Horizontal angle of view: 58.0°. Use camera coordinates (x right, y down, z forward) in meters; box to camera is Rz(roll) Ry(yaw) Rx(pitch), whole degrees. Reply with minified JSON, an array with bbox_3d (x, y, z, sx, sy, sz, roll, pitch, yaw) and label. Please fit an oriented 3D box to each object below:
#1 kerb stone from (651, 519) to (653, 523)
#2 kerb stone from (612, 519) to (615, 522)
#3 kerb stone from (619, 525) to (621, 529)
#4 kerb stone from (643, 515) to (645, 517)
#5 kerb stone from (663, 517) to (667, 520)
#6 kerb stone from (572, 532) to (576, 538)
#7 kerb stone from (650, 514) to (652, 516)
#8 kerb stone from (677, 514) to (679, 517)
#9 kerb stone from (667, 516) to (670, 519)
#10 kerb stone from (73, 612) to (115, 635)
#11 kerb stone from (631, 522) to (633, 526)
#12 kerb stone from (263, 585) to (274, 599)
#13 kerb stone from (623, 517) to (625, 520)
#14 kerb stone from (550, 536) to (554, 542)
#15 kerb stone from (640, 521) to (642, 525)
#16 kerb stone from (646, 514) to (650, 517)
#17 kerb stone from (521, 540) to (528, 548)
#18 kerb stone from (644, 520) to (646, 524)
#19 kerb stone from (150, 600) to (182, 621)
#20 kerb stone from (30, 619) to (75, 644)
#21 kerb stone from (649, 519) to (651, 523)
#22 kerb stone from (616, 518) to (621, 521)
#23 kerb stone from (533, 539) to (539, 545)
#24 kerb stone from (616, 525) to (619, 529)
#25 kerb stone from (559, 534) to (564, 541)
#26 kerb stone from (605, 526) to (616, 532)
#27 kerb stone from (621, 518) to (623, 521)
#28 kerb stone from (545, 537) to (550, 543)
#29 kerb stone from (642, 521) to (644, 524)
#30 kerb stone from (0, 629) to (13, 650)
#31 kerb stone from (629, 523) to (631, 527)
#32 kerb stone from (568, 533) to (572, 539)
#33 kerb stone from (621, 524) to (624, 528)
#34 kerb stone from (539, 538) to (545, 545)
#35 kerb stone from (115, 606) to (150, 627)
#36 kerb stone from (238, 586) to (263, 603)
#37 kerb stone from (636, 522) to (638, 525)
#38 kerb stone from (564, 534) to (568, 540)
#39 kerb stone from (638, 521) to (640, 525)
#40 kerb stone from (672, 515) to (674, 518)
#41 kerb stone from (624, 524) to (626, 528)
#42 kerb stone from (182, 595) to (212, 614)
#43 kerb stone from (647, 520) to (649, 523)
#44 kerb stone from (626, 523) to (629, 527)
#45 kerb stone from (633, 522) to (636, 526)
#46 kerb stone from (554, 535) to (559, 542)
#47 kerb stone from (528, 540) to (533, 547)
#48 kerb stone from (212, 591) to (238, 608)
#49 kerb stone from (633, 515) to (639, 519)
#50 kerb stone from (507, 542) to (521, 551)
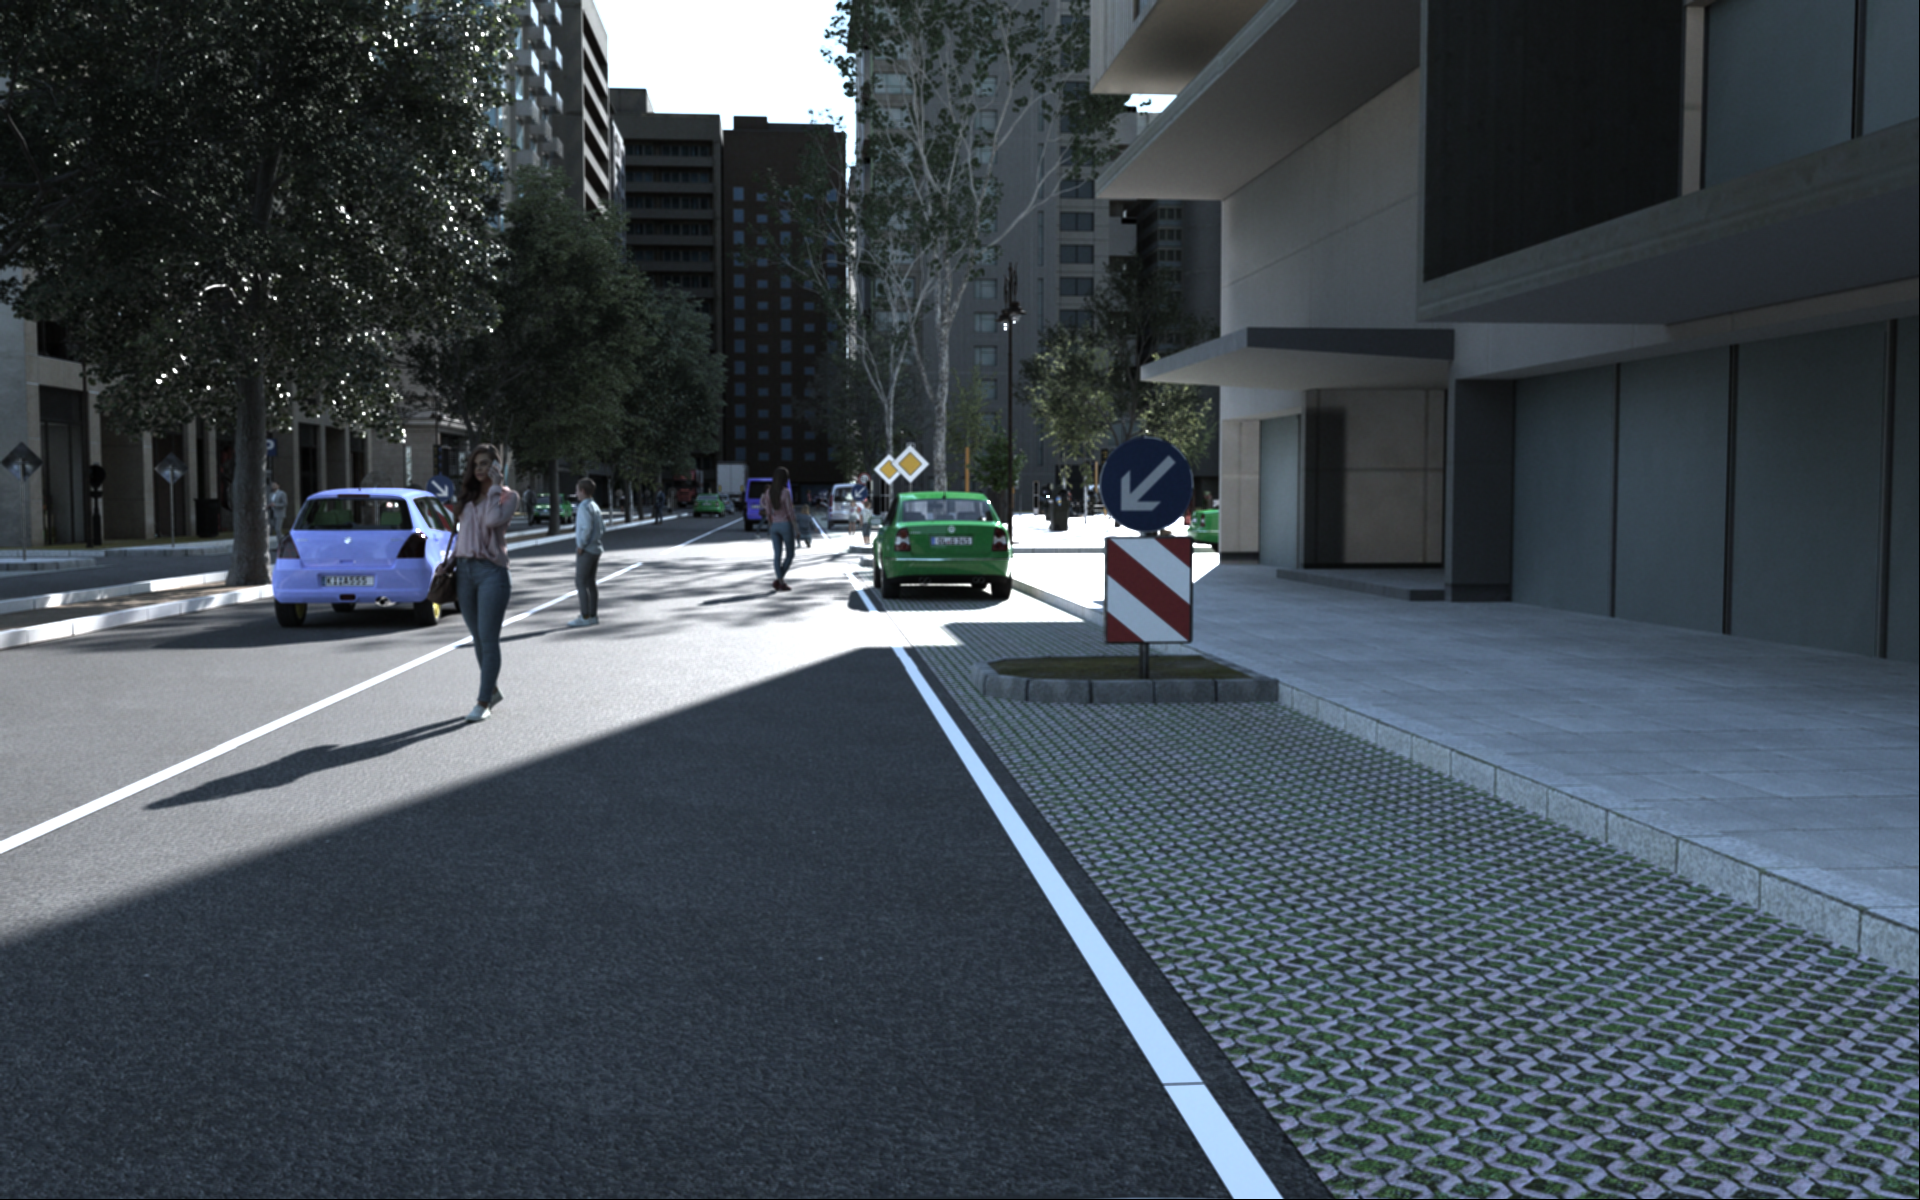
[{"bbox_3d":[-15.466,-3.892,85.942,0.120,0.150,1.000,0,4,-5],"label":"kerb stone"},{"bbox_3d":[-17.747,-4.012,87.784,0.120,0.150,1.000,0,4,-5],"label":"kerb stone"},{"bbox_3d":[-14.023,-2.955,70.635,0.120,0.150,1.000,0,4,-5],"label":"kerb stone"},{"bbox_3d":[-19.383,-5.072,105.124,0.120,0.150,1.000,0,4,-5],"label":"kerb stone"},{"bbox_3d":[-16.339,-4.455,95.137,0.120,0.150,1.000,0,4,-5],"label":"kerb stone"},{"bbox_3d":[-12.679,-2.085,56.331,0.120,0.150,1.000,0,4,-5],"label":"kerb stone"},{"bbox_3d":[-19.864,-5.383,110.221,0.120,0.150,1.000,0,4,-5],"label":"kerb stone"},{"bbox_3d":[-17.199,-5.022,104.315,0.120,0.150,1.000,0,4,-5],"label":"kerb stone"},{"bbox_3d":[-16.523,-4.584,97.183,0.120,0.150,1.000,0,4,-5],"label":"kerb stone"},{"bbox_3d":[-9.065,0.259,18.002,0.120,0.150,1.000,0,4,-5],"label":"kerb stone"},{"bbox_3d":[-14.507,-3.275,75.735,0.120,0.150,1.000,0,4,-5],"label":"kerb stone"},{"bbox_3d":[-9.649,-0.118,24.127,0.120,0.150,1.000,0,4,-5],"label":"kerb stone"},{"bbox_3d":[-18.239,-4.321,92.881,0.120,0.150,1.000,0,4,-5],"label":"kerb stone"},{"bbox_3d":[-12.203,-1.776,51.231,0.120,0.150,1.000,0,4,-5],"label":"kerb stone"},{"bbox_3d":[-14.898,-3.518,79.810,0.120,0.150,1.000,0,4,-5],"label":"kerb stone"},{"bbox_3d":[-19.780,-5.322,109.202,0.120,0.150,1.000,0,4,-5],"label":"kerb stone"},{"bbox_3d":[-11.724,-1.463,46.137,0.120,0.150,1.000,0,4,-5],"label":"kerb stone"},{"bbox_3d":[-15.079,-3.646,81.851,0.120,0.150,1.000,0,4,-5],"label":"kerb stone"},{"bbox_3d":[-9.266,0.132,20.036,0.120,0.150,1.000,0,4,-5],"label":"kerb stone"},{"bbox_3d":[-8.976,0.326,16.974,0.120,0.150,1.000,0,4,-5],"label":"kerb stone"},{"bbox_3d":[-15.375,-3.835,84.909,0.120,0.150,1.000,0,4,-5],"label":"kerb stone"},{"bbox_3d":[-18.043,-4.199,90.841,0.120,0.150,1.000,0,4,-5],"label":"kerb stone"},{"bbox_3d":[-11.924,-1.589,48.172,0.120,0.150,1.000,0,4,-5],"label":"kerb stone"},{"bbox_3d":[-13.938,-2.900,69.614,0.120,0.150,1.000,0,4,-5],"label":"kerb stone"},{"bbox_3d":[-12.394,-1.900,53.266,0.120,0.150,1.000,0,4,-5],"label":"kerb stone"},{"bbox_3d":[-13.828,-2.838,68.591,0.120,0.150,1.000,0,4,-5],"label":"kerb stone"},{"bbox_3d":[-18.135,-4.261,91.864,0.120,0.150,1.000,0,4,-5],"label":"kerb stone"},{"bbox_3d":[-12.106,-1.711,50.208,0.120,0.150,1.000,0,4,-5],"label":"kerb stone"},{"bbox_3d":[-14.991,-3.586,80.831,0.120,0.150,1.000,0,4,-5],"label":"kerb stone"},{"bbox_3d":[-8.879,0.382,15.956,0.120,0.150,1.000,0,4,-5],"label":"kerb stone"},{"bbox_3d":[-14.407,-3.212,74.712,0.120,0.150,1.000,0,4,-5],"label":"kerb stone"},{"bbox_3d":[-12.587,-2.024,55.302,0.120,0.150,1.000,0,4,-5],"label":"kerb stone"},{"bbox_3d":[-14.124,-3.025,71.652,0.120,0.150,1.000,0,4,-5],"label":"kerb stone"},{"bbox_3d":[-12.001,-1.651,49.191,0.120,0.150,1.000,0,4,-5],"label":"kerb stone"},{"bbox_3d":[-9.171,0.194,19.018,0.120,0.150,1.000,0,4,-5],"label":"kerb stone"},{"bbox_3d":[-9.555,-0.053,23.107,0.120,0.150,1.000,0,4,-5],"label":"kerb stone"},{"bbox_3d":[-14.697,-3.397,77.773,0.120,0.150,1.000,0,4,-5],"label":"kerb stone"},{"bbox_3d":[-12.493,-1.963,54.284,0.120,0.150,1.000,0,4,-5],"label":"kerb stone"},{"bbox_3d":[-14.797,-3.462,78.793,0.120,0.150,1.000,0,4,-5],"label":"kerb stone"},{"bbox_3d":[-16.814,-4.773,100.241,0.120,0.150,1.000,0,4,-5],"label":"kerb stone"},{"bbox_3d":[-14.224,-3.085,72.673,0.120,0.150,1.000,0,4,-5],"label":"kerb stone"},{"bbox_3d":[-9.361,0.071,21.062,0.120,0.150,1.000,0,4,-5],"label":"kerb stone"},{"bbox_3d":[-15.274,-3.773,83.892,0.120,0.150,1.000,0,4,-5],"label":"kerb stone"},{"bbox_3d":[-14.320,-3.150,73.691,0.120,0.150,1.000,0,4,-5],"label":"kerb stone"},{"bbox_3d":[-14.598,-3.337,76.754,0.120,0.150,1.000,0,4,-5],"label":"kerb stone"},{"bbox_3d":[-12.299,-1.838,52.249,0.120,0.150,1.000,0,4,-5],"label":"kerb stone"},{"bbox_3d":[-11.822,-1.527,47.155,0.120,0.150,1.000,0,4,-5],"label":"kerb stone"},{"bbox_3d":[-9.461,0.012,22.080,0.120,0.150,1.000,0,4,-5],"label":"kerb stone"},{"bbox_3d":[-19.198,-4.947,103.080,0.120,0.150,1.000,0,4,-5],"label":"kerb stone"},{"bbox_3d":[-11.631,-1.402,45.119,0.120,0.150,1.000,0,4,-5],"label":"kerb stone"}]
